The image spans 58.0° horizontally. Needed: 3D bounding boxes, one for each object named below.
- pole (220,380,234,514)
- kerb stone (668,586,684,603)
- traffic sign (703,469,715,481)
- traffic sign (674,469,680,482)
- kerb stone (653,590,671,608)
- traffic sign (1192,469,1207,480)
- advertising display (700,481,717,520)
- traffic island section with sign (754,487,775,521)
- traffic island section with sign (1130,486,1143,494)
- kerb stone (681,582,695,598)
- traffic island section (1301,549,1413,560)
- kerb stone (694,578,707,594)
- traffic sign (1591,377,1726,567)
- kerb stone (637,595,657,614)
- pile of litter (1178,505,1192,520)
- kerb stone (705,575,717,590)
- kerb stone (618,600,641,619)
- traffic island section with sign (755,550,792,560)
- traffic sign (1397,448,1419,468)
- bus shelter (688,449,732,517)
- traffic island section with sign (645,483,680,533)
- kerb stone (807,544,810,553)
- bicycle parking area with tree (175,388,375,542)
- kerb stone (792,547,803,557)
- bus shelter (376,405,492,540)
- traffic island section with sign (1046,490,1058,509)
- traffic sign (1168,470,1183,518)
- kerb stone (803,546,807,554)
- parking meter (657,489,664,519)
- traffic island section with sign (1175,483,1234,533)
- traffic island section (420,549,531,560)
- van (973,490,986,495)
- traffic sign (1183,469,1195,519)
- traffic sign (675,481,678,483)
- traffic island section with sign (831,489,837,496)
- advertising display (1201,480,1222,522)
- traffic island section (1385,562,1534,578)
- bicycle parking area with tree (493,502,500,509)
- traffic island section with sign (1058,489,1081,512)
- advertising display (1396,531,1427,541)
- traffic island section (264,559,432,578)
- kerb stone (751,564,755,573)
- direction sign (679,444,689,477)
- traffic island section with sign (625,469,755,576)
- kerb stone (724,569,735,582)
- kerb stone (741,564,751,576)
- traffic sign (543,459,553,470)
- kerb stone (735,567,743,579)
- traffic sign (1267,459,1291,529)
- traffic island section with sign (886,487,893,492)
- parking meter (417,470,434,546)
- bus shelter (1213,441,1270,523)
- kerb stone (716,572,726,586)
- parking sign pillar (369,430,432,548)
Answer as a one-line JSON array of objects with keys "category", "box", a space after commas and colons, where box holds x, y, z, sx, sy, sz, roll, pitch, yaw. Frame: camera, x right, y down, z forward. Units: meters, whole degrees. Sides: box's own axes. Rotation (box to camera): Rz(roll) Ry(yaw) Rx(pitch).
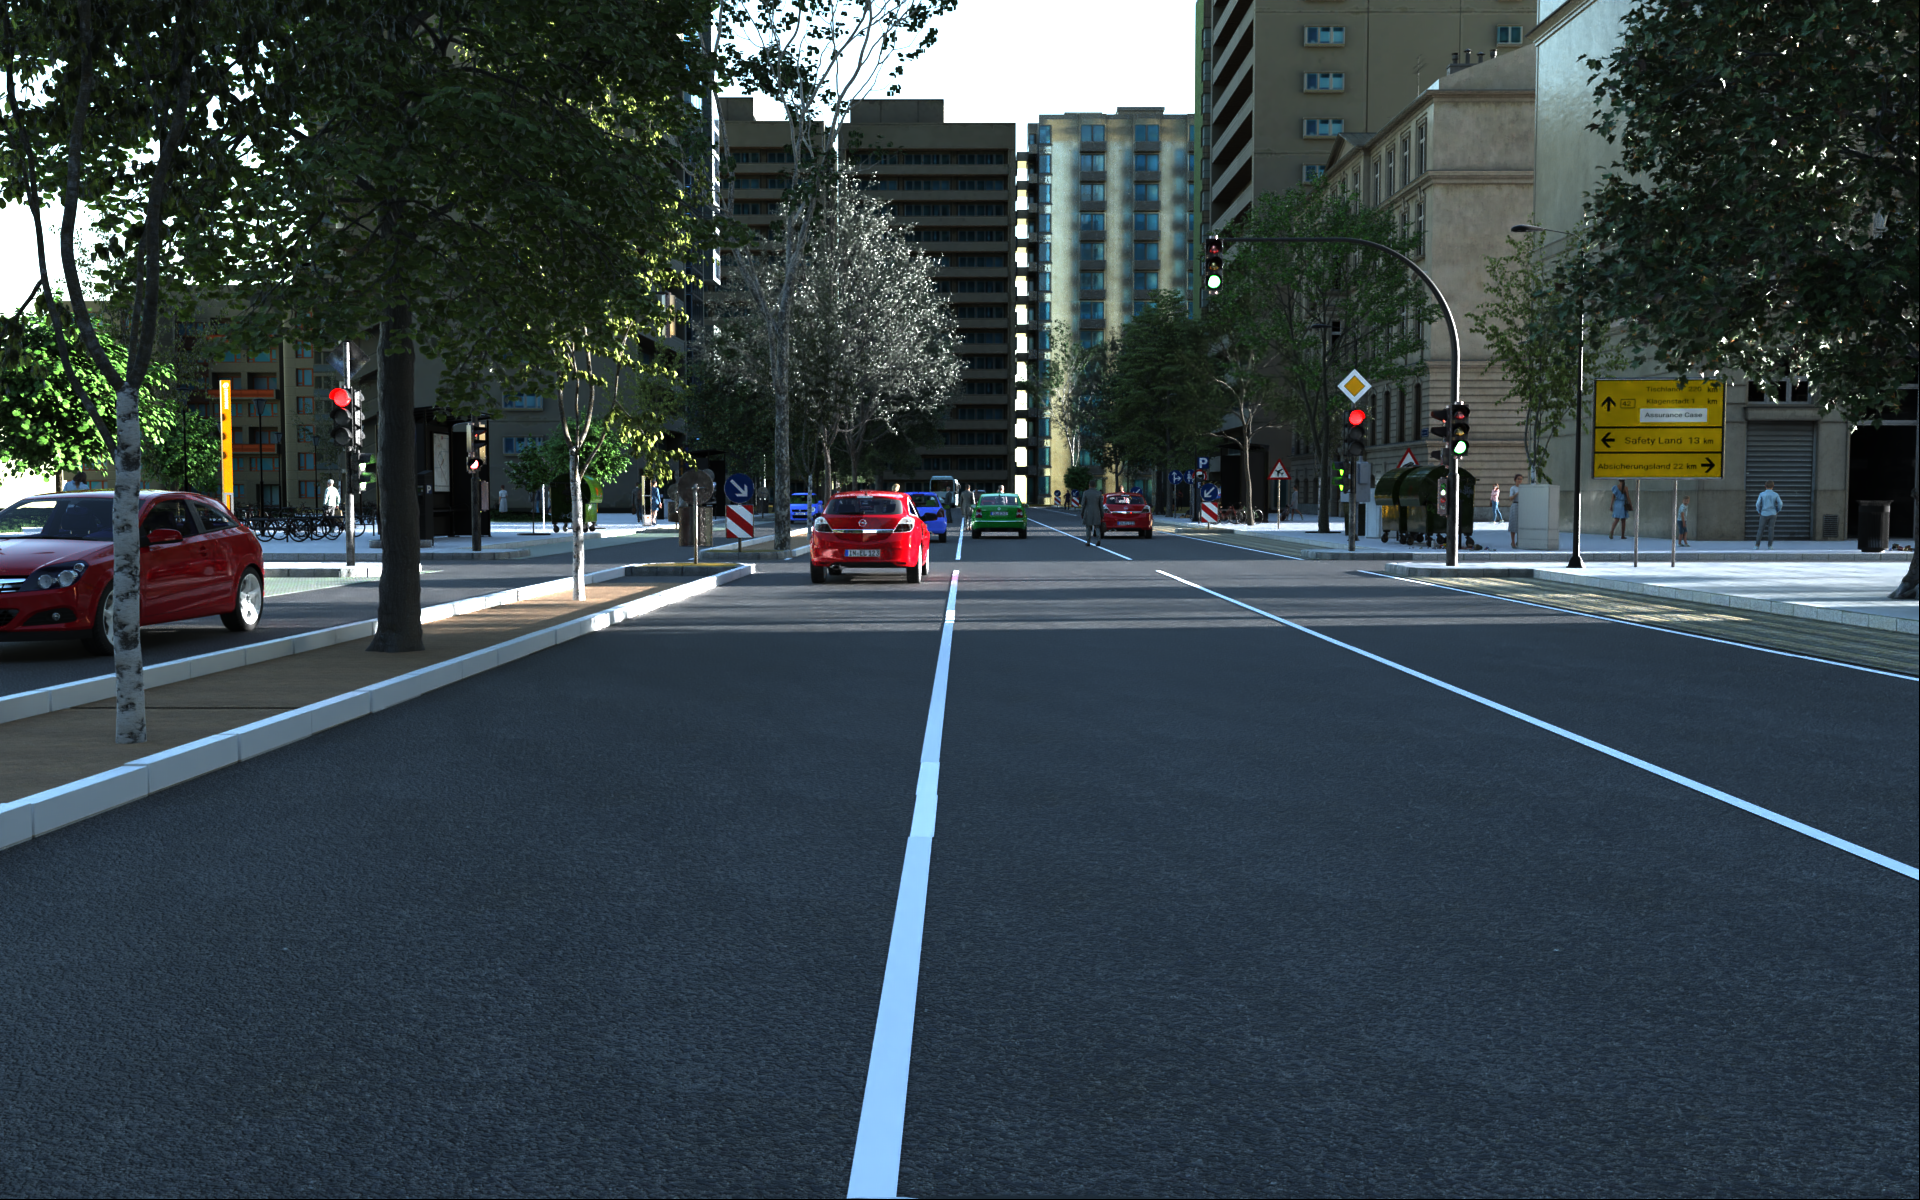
[{"category": "pole", "box": [-13.173, -2.281, 31.134, 0.158, 3.312, 0.155, 0, 3, 0]}, {"category": "kerb stone", "box": [-3.861, -0.055, 23.094, 0.120, 0.150, 1.000, 0, 4, 0]}, {"category": "traffic sign", "box": [-12.730, -5.326, 87.187, 0.768, 2.556, 0.104, 1, 4, 8]}, {"category": "traffic sign", "box": [-13.440, -5.117, 83.764, 0.768, 2.556, 0.104, 0, 4, 3]}, {"category": "kerb stone", "box": [-3.866, 0.008, 22.065, 0.120, 0.150, 1.000, 0, 4, 0]}, {"category": "traffic sign", "box": [12.226, -5.402, 88.422, 0.768, 2.556, 0.104, 0, 4, 4]}, {"category": "advertising display", "box": [-12.555, -4.973, 86.516, 0.123, 1.923, 0.974, 3, 5, 44]}, {"category": "traffic island section with sign", "box": [-10.382, -5.056, 91.296, 1.989, 1.847, 2.006, 0, 4, 0]}, {"category": "traffic island section with sign", "box": [9.031, -5.008, 90.510, 1.989, 1.847, 2.006, 0, 4, 0]}, {"category": "kerb stone", "box": [-3.858, -0.118, 24.118, 0.120, 0.150, 1.000, 0, 4, 0]}, {"category": "traffic island section", "box": [8.832, -1.020, 38.957, 2.009, 0.180, 2.903, 0, 4, 0]}, {"category": "kerb stone", "box": [-3.848, -0.179, 25.140, 0.120, 0.150, 1.000, 0, 4, 0]}, {"category": "traffic sign", "box": [12.192, -2.228, 30.303, 2.265, 3.308, 0.079, 0, 4, 3]}, {"category": "kerb stone", "box": [-3.864, 0.071, 21.030, 0.120, 0.150, 1.000, 0, 4, 0]}, {"category": "pile of litter", "box": [12.555, -4.824, 92.830, 1.719, 0.858, 1.176, 3, 5, 43]}, {"category": "kerb stone", "box": [-3.847, -0.243, 26.167, 0.120, 0.150, 1.000, 0, 4, 0]}, {"category": "kerb stone", "box": [-3.874, 0.134, 20.008, 0.120, 0.150, 1.000, 0, 4, 0]}, {"category": "traffic island section with sign", "box": [-4.834, -1.867, 38.669, 2.006, 1.907, 1.989, 0, 4, 0]}, {"category": "traffic sign", "box": [12.581, -2.976, 48.654, 0.884, 2.594, 0.081, 0, 4, 3]}, {"category": "bus shelter", "box": [-13.444, -6.191, 92.510, 1.731, 3.624, 6.357, 0, 3, 0]}, {"category": "traffic island section with sign", "box": [-10.487, -3.382, 63.916, 1.989, 1.847, 2.006, 0, 4, 0]}, {"category": "kerb stone", "box": [-3.786, -1.217, 42.101, 0.120, 0.150, 1.000, 0, 4, 0]}, {"category": "bicycle parking area with tree", "box": [-21.147, -3.824, 49.526, 9.016, 4.147, 8.231, 1, 4, 13]}, {"category": "kerb stone", "box": [-3.799, -1.090, 40.048, 0.120, 0.150, 1.000, 0, 4, 0]}, {"category": "bus shelter", "box": [-14.594, -3.520, 48.841, 1.731, 3.624, 6.357, 0, 4, 0]}, {"category": "traffic island section with sign", "box": [9.339, -9.779, 168.508, 1.989, 1.847, 2.006, 0, 4, 0]}, {"category": "traffic sign", "box": [11.384, -5.595, 91.581, 0.768, 2.556, 0.104, 0, 4, 1]}, {"category": "kerb stone", "box": [-3.794, -1.155, 41.073, 0.120, 0.150, 1.000, 0, 4, 0]}, {"category": "parking meter", "box": [-15.145, -4.838, 87.517, 0.372, 1.533, 0.369, 0, 3, 0]}, {"category": "traffic island section with sign", "box": [8.931, -3.359, 63.555, 1.989, 1.847, 2.006, 0, 4, 0]}, {"category": "traffic island section", "box": [-10.909, -1.025, 39.036, 2.009, 0.180, 2.903, 0, 4, 0]}, {"category": "van", "box": [1.902, -10.333, 175.958, 2.013, 2.044, 4.112, 0, 4, -1]}, {"category": "traffic sign", "box": [11.885, -5.452, 89.248, 0.768, 2.556, 0.104, 0, 4, 1]}, {"category": "traffic sign", "box": [-13.626, -5.232, 85.546, 0.884, 2.594, 0.081, 0, 4, 5]}, {"category": "traffic island section with sign", "box": [-10.203, -8.084, 140.794, 1.989, 1.847, 2.006, 0, 4, 0]}, {"category": "advertising display", "box": [11.596, -4.569, 79.911, 0.974, 1.923, 0.123, 1, 4, 20]}, {"category": "traffic island section", "box": [8.802, -0.532, 30.972, 2.009, 0.180, 2.903, 0, 4, 0]}, {"category": "bicycle parking area with tree", "box": [-32.669, -7.356, 107.269, 8.231, 4.147, 9.016, 1, 4, 9]}, {"category": "traffic island section with sign", "box": [9.228, -8.099, 141.054, 1.989, 1.847, 2.006, 0, 4, 0]}, {"category": "advertising display", "box": [12.434, -2.591, 47.580, 0.974, 1.923, 0.123, -1, 4, -12]}, {"category": "traffic island section", "box": [-10.939, -0.536, 31.051, 2.009, 0.180, 2.903, 0, 4, 0]}, {"category": "kerb stone", "box": [-3.829, -0.554, 31.293, 0.120, 0.150, 1.000, 0, 4, 0]}, {"category": "direction sign", "box": [-12.664, -5.348, 79.443, 0.379, 3.537, 0.876, 1, 4, 19]}, {"category": "traffic island section with sign", "box": [-4.872, -1.414, 31.262, 2.006, 1.907, 1.989, 0, 4, 0]}, {"category": "kerb stone", "box": [-3.843, -0.369, 28.223, 0.120, 0.150, 1.000, 0, 4, 0]}, {"category": "kerb stone", "box": [-3.826, -0.491, 30.271, 0.120, 0.150, 1.000, 0, 4, 0]}, {"category": "traffic sign", "box": [-14.650, -3.737, 60.831, 0.795, 2.593, 0.064, 0, 4, 3]}, {"category": "kerb stone", "box": [-3.835, -0.431, 29.245, 0.120, 0.150, 1.000, 0, 4, 0]}, {"category": "traffic sign", "box": [11.673, -3.878, 63.409, 0.884, 2.594, 0.081, 0, 4, 5]}, {"category": "traffic island section with sign", "box": [-4.558, -6.463, 113.807, 2.006, 1.907, 1.989, 0, 4, 0]}, {"category": "parking meter", "box": [-13.162, -2.255, 42.574, 0.255, 1.863, 0.399, 1, 4, 19]}, {"category": "bus shelter", "box": [12.978, -5.432, 80.099, 1.731, 3.624, 6.357, 0, 4, 0]}, {"category": "kerb stone", "box": [-3.839, -0.306, 27.194, 0.120, 0.150, 1.000, 0, 4, 0]}, {"category": "parking sign pillar", "box": [-13.445, -3.244, 41.519, 1.447, 3.967, 1.447, 0, 4, 3]}]
